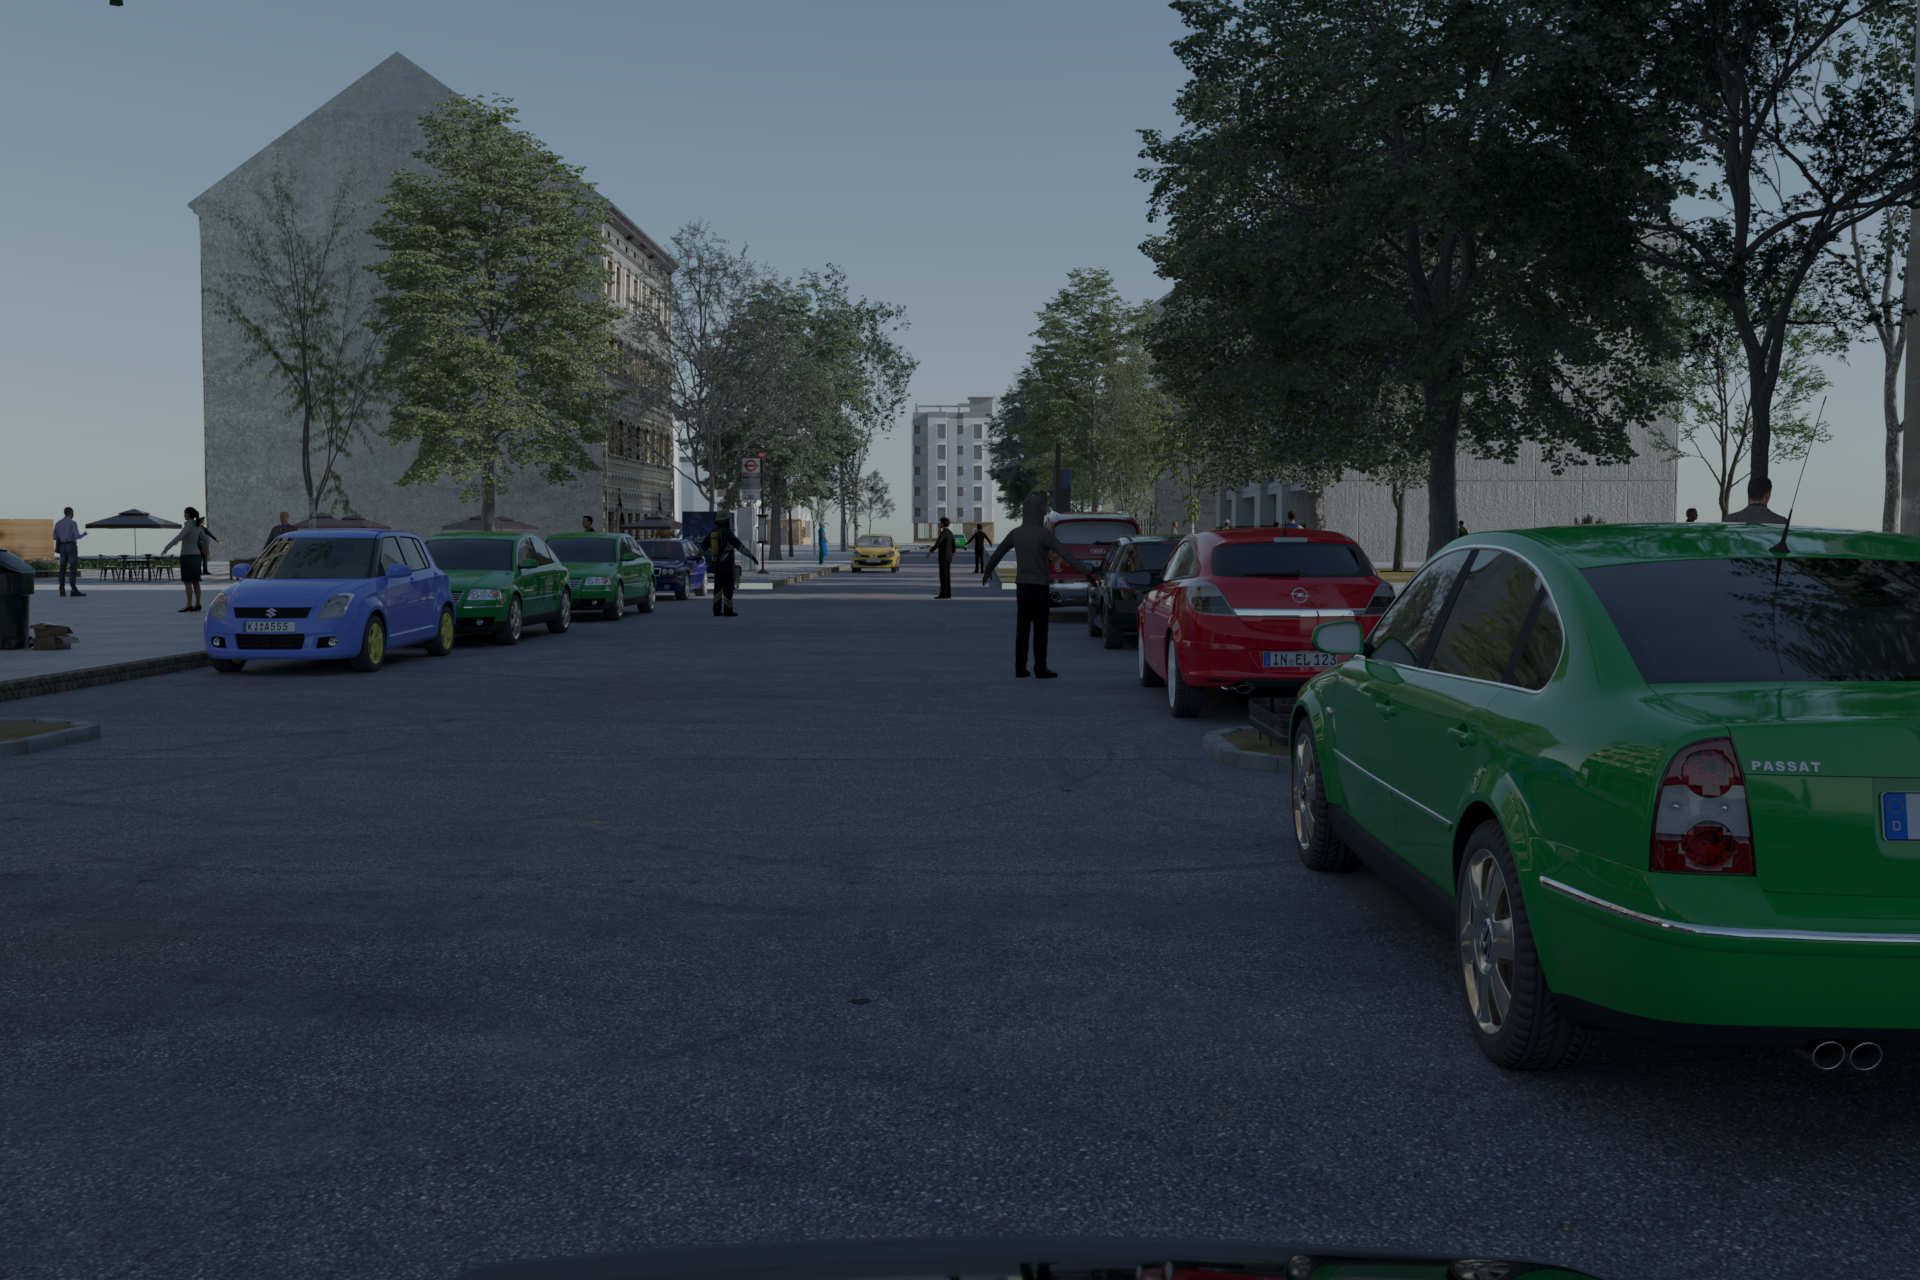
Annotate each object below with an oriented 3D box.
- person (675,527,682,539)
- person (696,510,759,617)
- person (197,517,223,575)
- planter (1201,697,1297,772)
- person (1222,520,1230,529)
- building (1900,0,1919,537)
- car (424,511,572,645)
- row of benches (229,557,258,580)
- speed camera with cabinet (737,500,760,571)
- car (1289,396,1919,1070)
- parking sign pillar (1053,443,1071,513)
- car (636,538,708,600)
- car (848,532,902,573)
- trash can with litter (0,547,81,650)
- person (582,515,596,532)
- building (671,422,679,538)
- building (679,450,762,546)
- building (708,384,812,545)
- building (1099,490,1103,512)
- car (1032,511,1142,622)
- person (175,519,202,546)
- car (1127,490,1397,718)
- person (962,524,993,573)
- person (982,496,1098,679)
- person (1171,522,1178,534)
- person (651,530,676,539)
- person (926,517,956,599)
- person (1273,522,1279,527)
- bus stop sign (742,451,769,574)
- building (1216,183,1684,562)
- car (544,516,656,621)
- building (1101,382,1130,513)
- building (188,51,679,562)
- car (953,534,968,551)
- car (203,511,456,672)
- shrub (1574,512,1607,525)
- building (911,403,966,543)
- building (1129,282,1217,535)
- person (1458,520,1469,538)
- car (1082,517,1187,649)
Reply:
[{"bbox_3d":[-7.332,-2.499,47.044,0.705,1.806,1.347,3,4,37],"label":"person"},{"bbox_3d":[-4.107,-1.341,30.166,1.354,1.856,0.705,2,4,31],"label":"person"},{"bbox_3d":[-23.937,-2.986,54.751,1.347,1.837,0.705,1,4,17],"label":"person"},{"bbox_3d":[2.616,0.605,11.255,1.991,0.319,1.994,0,4,0],"label":"planter"},{"bbox_3d":[10.265,-3.699,66.455,0.705,1.833,1.349,-1,4,-19],"label":"person"},{"bbox_3d":[27.008,-12.939,14.758,19.351,26.588,34.151,0,4,1],"label":"building"},{"bbox_3d":[-6.591,-0.913,23.724,1.959,1.807,4.718,0,4,0],"label":"car"},{"bbox_3d":[-18.224,-2.019,48.481,4.104,0.672,1.422,0,4,-5],"label":"row of benches"},{"bbox_3d":[-7.408,-4.056,60.646,0.660,3.252,2.038,0,3,0],"label":"speed camera with cabinet"},{"bbox_3d":[2.317,0.172,5.992,1.959,1.807,4.718,0,4,1],"label":"car"},{"bbox_3d":[3.047,-3.899,52.221,1.447,3.967,1.447,0,4,-1],"label":"parking sign pillar"},{"bbox_3d":[-6.738,-1.600,38.737,1.945,1.354,3.894,0,4,1],"label":"car"},{"bbox_3d":[-3.179,-3.377,65.432,2.015,1.641,3.980,0,3,0],"label":"car"},{"bbox_3d":[-10.386,-0.485,19.312,1.055,1.170,0.624,0,4,1],"label":"trash can with litter"},{"bbox_3d":[-7.611,-1.635,35.329,0.704,1.812,1.346,-3,4,-37],"label":"person"},{"bbox_3d":[-23.340,-10.664,116.508,9.099,9.664,28.070,0,4,1],"label":"building"},{"bbox_3d":[-25.776,-14.999,187.376,9.099,9.664,28.070,0,4,1],"label":"building"},{"bbox_3d":[-23.820,-21.414,206.544,16.016,20.090,11.380,0,4,0],"label":"building"},{"bbox_3d":[22.501,-16.568,213.038,9.099,9.664,28.070,0,4,1],"label":"building"},{"bbox_3d":[2.133,-1.297,29.872,2.281,1.827,5.304,0,4,-1],"label":"car"},{"bbox_3d":[-23.624,-2.852,53.095,0.721,1.772,1.216,1,4,13],"label":"person"},{"bbox_3d":[2.558,-0.363,14.975,2.155,1.783,4.494,0,4,1],"label":"car"},{"bbox_3d":[0.685,-3.338,63.220,1.347,1.806,0.705,-3,4,-36],"label":"person"},{"bbox_3d":[0.743,-0.532,17.288,1.348,1.813,0.705,2,4,35],"label":"person"},{"bbox_3d":[9.173,-4.132,73.823,0.705,1.796,1.348,1,4,15],"label":"person"},{"bbox_3d":[-12.919,-4.284,75.815,1.354,1.858,0.705,-1,4,-12],"label":"person"},{"bbox_3d":[-0.364,-1.814,38.309,0.705,1.806,1.347,2,4,25],"label":"person"},{"bbox_3d":[11.812,-3.529,64.416,1.216,1.740,0.721,3,5,42],"label":"person"},{"bbox_3d":[-6.571,-4.098,55.701,0.855,3.939,0.416,0,4,2],"label":"bus stop sign"},{"bbox_3d":[24.580,-13.951,94.562,16.747,18.905,31.486,0,4,1],"label":"building"},{"bbox_3d":[-6.474,-1.299,30.036,1.959,1.807,4.718,0,4,1],"label":"car"},{"bbox_3d":[25.477,-21.908,189.131,19.493,23.208,18.063,0,4,0],"label":"building"},{"bbox_3d":[-25.525,-15.753,88.483,19.493,23.208,18.063,0,4,1],"label":"building"},{"bbox_3d":[-0.272,-8.751,151.877,1.959,1.807,4.718,0,4,-1],"label":"car"},{"bbox_3d":[-6.879,-0.582,19.103,1.945,1.707,3.694,0,4,1],"label":"car"},{"bbox_3d":[21.274,-3.311,58.550,1.690,2.028,1.600,0,3,0],"label":"shrub"},{"bbox_3d":[-6.427,-23.487,242.889,11.380,20.090,16.016,1,4,9],"label":"building"},{"bbox_3d":[22.342,-17.920,123.924,19.493,23.208,18.063,0,4,0],"label":"building"},{"bbox_3d":[18.980,-3.638,65.706,1.346,1.802,0.704,-3,4,-38],"label":"person"},{"bbox_3d":[2.645,-0.807,22.985,2.009,1.686,4.222,0,4,0],"label":"car"}]
